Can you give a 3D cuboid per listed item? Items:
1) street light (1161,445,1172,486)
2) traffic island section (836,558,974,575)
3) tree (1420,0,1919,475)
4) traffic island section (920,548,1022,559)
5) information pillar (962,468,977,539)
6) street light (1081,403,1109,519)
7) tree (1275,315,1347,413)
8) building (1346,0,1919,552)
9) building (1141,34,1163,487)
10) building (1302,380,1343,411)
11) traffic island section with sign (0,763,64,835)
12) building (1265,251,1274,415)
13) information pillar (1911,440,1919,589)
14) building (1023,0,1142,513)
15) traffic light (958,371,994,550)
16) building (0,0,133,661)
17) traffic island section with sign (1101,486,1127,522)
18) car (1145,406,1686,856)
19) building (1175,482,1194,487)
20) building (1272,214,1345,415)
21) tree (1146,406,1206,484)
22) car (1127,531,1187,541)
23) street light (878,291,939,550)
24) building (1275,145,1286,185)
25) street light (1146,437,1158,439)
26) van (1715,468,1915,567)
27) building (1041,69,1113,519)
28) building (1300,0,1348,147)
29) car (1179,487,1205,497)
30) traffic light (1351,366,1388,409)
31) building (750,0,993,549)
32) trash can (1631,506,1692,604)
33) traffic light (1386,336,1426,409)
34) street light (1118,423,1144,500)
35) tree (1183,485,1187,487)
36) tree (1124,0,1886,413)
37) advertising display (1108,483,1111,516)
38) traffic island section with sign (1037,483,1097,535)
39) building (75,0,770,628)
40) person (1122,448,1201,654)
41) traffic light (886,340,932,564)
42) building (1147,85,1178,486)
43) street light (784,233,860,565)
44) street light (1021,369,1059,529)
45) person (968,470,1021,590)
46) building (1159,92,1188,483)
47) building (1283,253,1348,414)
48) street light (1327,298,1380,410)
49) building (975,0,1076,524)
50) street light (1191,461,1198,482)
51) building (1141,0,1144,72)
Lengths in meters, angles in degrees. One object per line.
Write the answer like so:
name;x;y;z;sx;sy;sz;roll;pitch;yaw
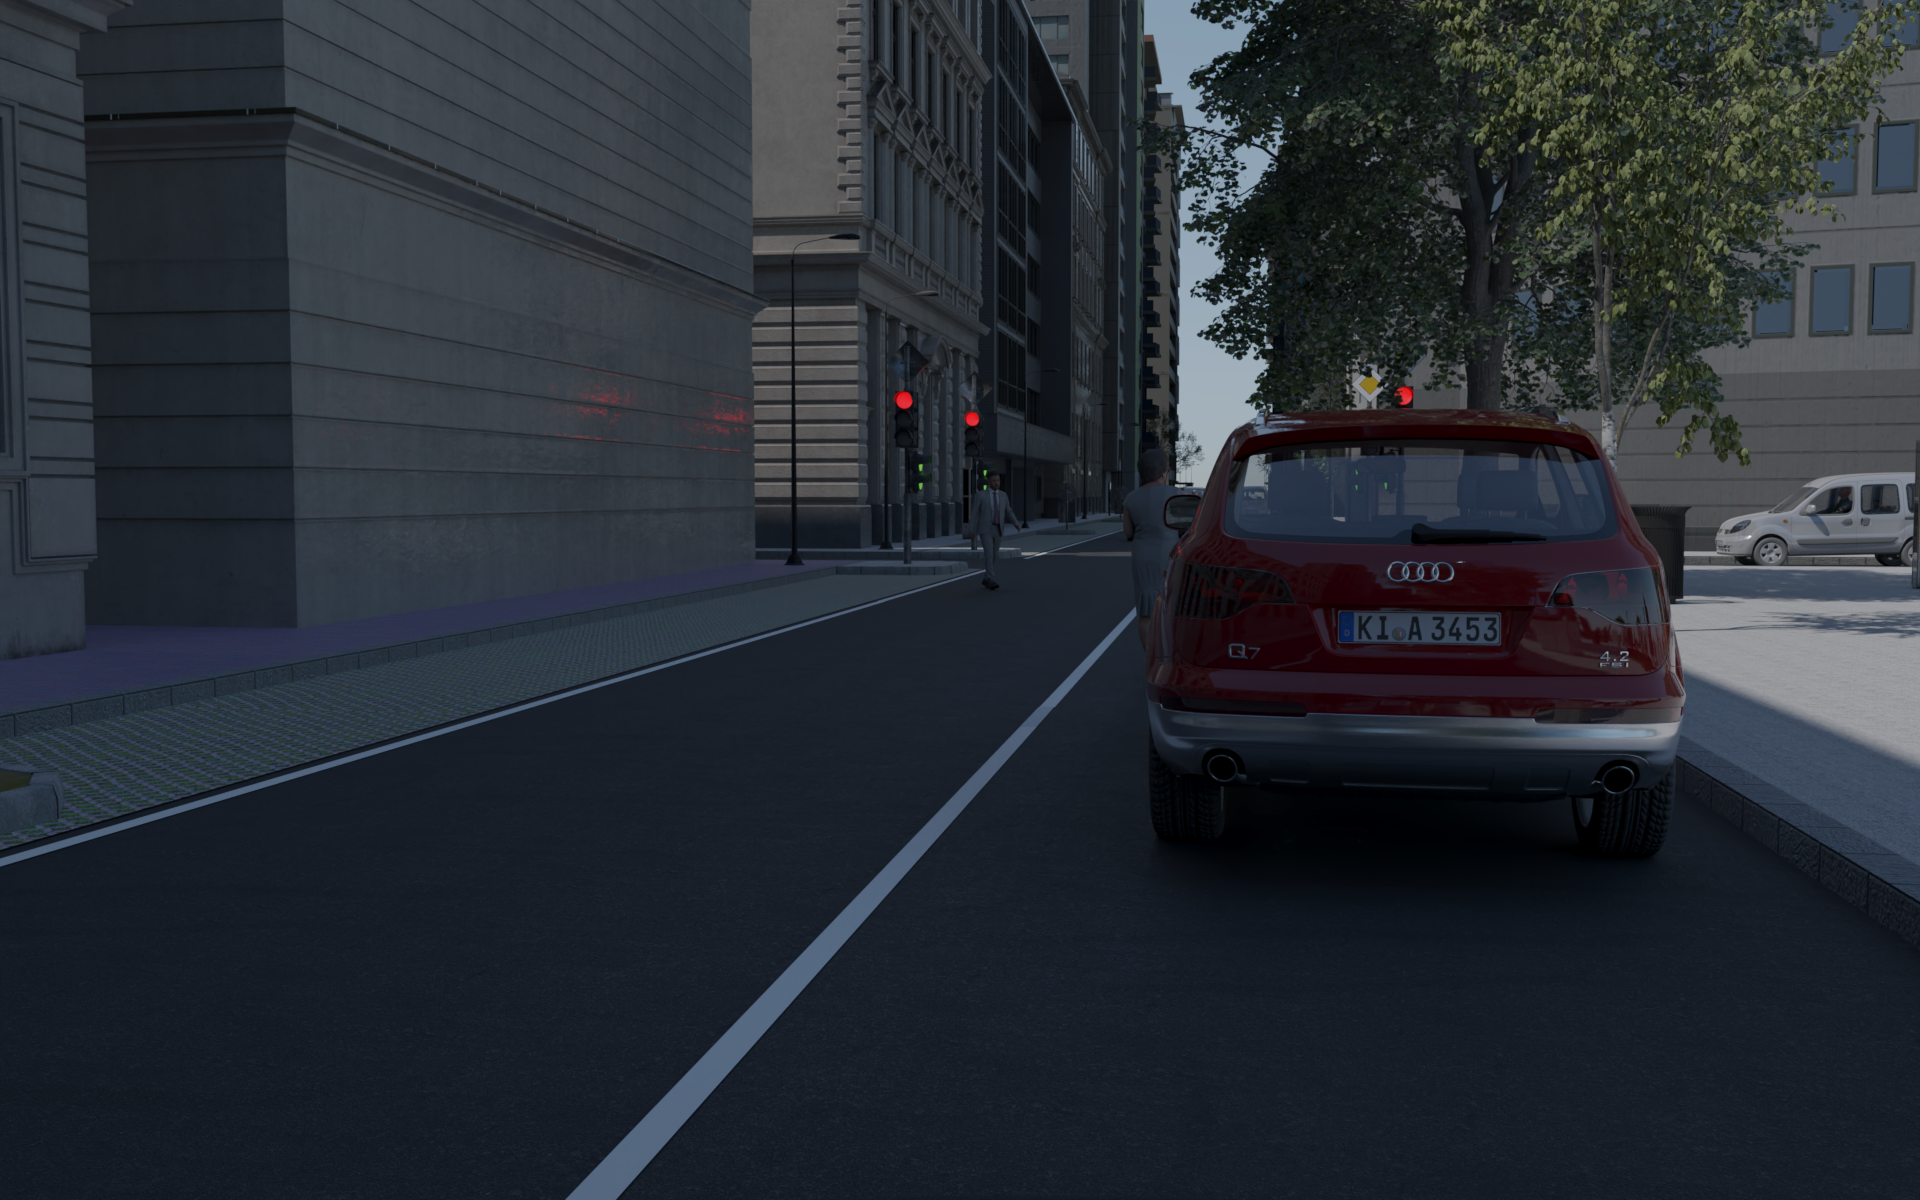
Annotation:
street light;19.303;-11.731;164.340;1.470;5.913;1.316;1;4;9
traffic island section;-0.986;-0.585;31.844;2.009;0.180;2.903;1;4;9
tree;6.123;-3.986;15.526;4.737;8.622;4.395;0;3;0
traffic island section;0.305;-1.067;39.724;2.009;0.180;2.903;1;4;9
information pillar;0.272;-2.732;49.156;0.304;2.012;0.304;-3;5;-45
street light;6.904;-7.091;88.481;1.470;5.913;1.316;1;4;9
tree;14.892;-7.291;69.570;4.360;8.622;3.978;0;3;0
building;25.315;-30.770;45.081;28.212;58.520;21.231;1;4;9
building;7.773;-31.227;165.189;22.147;44.769;28.867;1;4;9
building;29.964;-47.508;89.423;22.319;86.520;31.000;1;4;9
traffic island section with sign;-5.004;0.084;7.247;1.989;1.847;2.006;1;4;9
building;55.705;-36.550;252.220;22.147;44.769;28.867;1;4;9
information pillar;13.079;-1.156;23.390;0.304;2.012;0.304;1;4;17
building;5.247;-26.792;121.641;14.154;41.232;14.086;1;4;9
traffic light;0.343;-3.099;39.583;0.839;4.253;0.868;1;4;9
building;-13.670;-10.315;4.809;11.583;22.565;21.152;1;4;9
traffic island section with sign;8.228;-4.856;88.028;1.989;1.847;2.006;1;4;9
car;2.091;0.009;8.532;2.281;1.827;5.304;1;4;11
building;18.809;-34.726;259.647;32.217;40.220;23.993;1;4;9
building;35.825;-23.691;159.046;14.160;30.474;14.107;1;4;9
tree;21.782;-15.174;182.503;8.767;10.594;7.601;1;4;13
car;6.270;-2.617;54.582;2.131;1.459;4.920;1;4;9
street light;-1.173;-4.115;39.823;1.470;5.913;1.316;1;4;9
building;52.065;-36.910;227.178;21.300;48.544;21.600;1;4;9
street light;15.322;-10.272;140.480;1.470;5.913;1.316;1;4;9
van;16.984;-1.637;33.769;4.112;2.044;2.013;1;4;10
building;1.844;-18.638;102.000;12.463;27.353;25.104;1;4;9
building;42.461;-45.017;174.277;20.563;71.187;20.611;1;4;9
car;11.779;-4.872;88.326;2.281;1.827;5.304;1;4;9
traffic light;8.992;-3.013;38.188;0.839;4.253;0.868;1;4;9
building;-5.560;-13.508;49.739;11.050;23.489;19.941;1;4;9
trash can;8.175;-0.531;20.330;0.748;1.137;0.748;0;3;0
traffic light;7.701;-2.531;30.307;0.839;4.253;0.868;1;4;9
street light;11.337;-8.751;115.616;1.470;5.913;1.316;1;4;9
tree;35.639;-16.975;272.139;1.663;3.219;1.824;0;3;0
tree;7.091;-7.110;22.896;9.857;13.997;8.962;0;3;0
advertising display;8.662;-5.815;100.289;0.123;1.923;0.974;0;4;8
traffic island section with sign;3.805;-3.207;61.063;1.989;1.847;2.006;1;4;9
building;-26.217;-15.319;26.875;44.131;29.872;17.030;1;4;9
person;1.626;-0.274;13.342;0.716;1.782;0.532;1;4;21
traffic light;-0.948;-2.617;31.703;0.839;4.253;0.868;1;4;9
building;14.985;-35.784;208.769;21.300;48.544;21.600;1;4;9
street light;-2.459;-3.577;31.021;1.470;5.913;1.316;1;4;9
street light;2.965;-5.616;64.364;1.470;5.913;1.316;1;4;9
person;0.485;-1.059;26.086;0.678;1.792;0.850;-2;4;-24
building;15.787;-39.418;233.721;28.713;52.752;27.495;1;4;9
building;39.939;-17.851;136.900;27.650;21.520;28.899;1;4;9
street light;9.158;-4.144;40.288;1.470;5.913;1.316;1;4;9
building;-3.479;-15.657;75.055;14.314;24.678;30.058;1;4;9
street light;32.550;-16.685;245.338;1.470;5.913;1.316;1;4;9
building;3.512;-31.584;140.102;21.300;48.544;21.600;1;4;9
